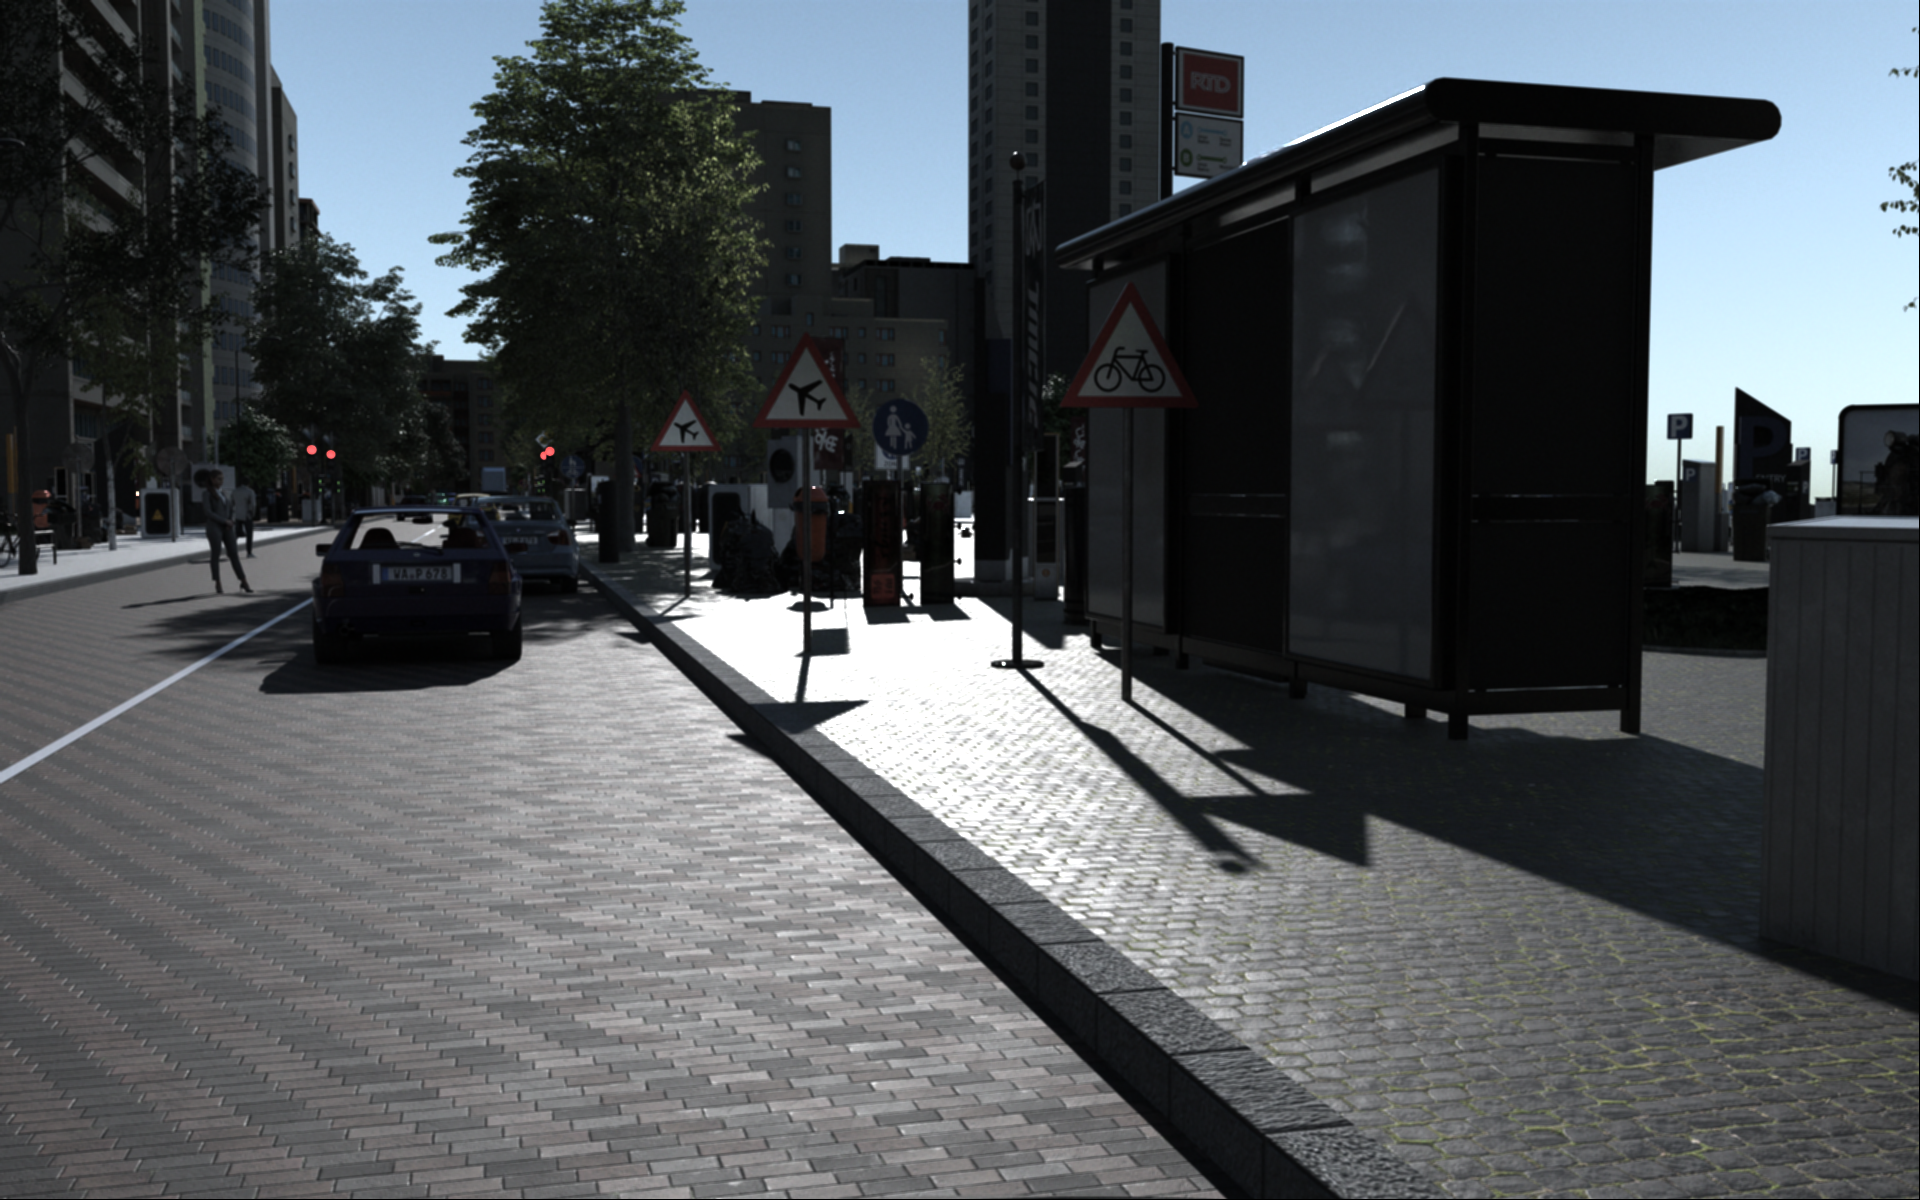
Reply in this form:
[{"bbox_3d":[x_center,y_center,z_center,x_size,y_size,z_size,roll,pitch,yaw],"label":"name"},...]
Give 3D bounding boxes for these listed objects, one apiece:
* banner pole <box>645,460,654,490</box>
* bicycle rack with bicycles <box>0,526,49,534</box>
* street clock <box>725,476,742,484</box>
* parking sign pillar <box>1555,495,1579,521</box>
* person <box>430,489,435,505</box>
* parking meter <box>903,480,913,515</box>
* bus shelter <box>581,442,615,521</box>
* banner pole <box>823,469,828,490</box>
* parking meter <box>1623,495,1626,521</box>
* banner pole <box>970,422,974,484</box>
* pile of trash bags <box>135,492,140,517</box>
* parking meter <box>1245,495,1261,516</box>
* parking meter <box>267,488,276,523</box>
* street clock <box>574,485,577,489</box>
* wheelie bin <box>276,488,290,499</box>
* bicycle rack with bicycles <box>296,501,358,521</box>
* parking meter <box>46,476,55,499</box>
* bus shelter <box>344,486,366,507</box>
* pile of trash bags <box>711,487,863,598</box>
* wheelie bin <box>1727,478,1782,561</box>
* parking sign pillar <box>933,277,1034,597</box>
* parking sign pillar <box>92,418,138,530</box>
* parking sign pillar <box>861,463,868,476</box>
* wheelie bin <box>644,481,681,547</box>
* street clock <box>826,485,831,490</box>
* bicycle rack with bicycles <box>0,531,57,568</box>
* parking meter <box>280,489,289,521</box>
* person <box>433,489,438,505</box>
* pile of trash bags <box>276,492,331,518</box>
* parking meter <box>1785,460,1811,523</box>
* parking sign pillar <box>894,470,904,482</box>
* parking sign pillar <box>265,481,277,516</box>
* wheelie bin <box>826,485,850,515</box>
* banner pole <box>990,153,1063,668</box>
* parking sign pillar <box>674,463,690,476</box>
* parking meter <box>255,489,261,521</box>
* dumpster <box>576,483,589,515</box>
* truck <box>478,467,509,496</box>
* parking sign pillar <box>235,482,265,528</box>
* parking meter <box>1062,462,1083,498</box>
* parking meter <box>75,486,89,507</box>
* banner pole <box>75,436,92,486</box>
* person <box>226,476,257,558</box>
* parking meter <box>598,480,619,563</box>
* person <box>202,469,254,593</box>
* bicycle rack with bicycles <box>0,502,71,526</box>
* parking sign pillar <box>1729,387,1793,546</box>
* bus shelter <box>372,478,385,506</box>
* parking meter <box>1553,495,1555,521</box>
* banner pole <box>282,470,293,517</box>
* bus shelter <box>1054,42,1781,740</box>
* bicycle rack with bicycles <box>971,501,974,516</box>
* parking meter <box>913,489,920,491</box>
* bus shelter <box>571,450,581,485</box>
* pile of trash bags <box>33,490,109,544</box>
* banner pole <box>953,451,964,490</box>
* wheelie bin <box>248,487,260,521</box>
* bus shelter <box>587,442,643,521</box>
[{"bbox_3d":[-20.859,-7.721,116.258,0.863,3.779,0.401,1,4,20],"label":"banner pole"},{"bbox_3d":[-33.678,-2.886,60.576,2.852,0.926,2.925,-2,4,-32],"label":"bicycle rack with bicycles"},{"bbox_3d":[-8.850,-3.898,68.297,0.358,2.002,0.471,3,4,36],"label":"street clock"},{"bbox_3d":[21.576,-4.429,60.893,1.447,3.967,1.447,-2,4,-25],"label":"parking sign pillar"},{"bbox_3d":[-39.203,-7.336,128.538,0.767,1.812,0.694,-2,4,-28],"label":"person"},{"bbox_3d":[-2.158,-4.065,72.169,0.255,1.863,0.399,-3,5,-43],"label":"parking meter"},{"bbox_3d":[-16.445,-5.456,80.494,1.731,3.624,6.357,-1,4,-15],"label":"bus shelter"},{"bbox_3d":[-6.975,-6.108,89.884,0.401,3.779,0.863,1,4,18],"label":"banner pole"},{"bbox_3d":[15.891,-2.006,41.211,0.372,1.533,0.369,0,3,0],"label":"parking meter"},{"bbox_3d":[0.729,-2.940,38.083,0.401,3.779,0.863,3,5,44],"label":"banner pole"},{"bbox_3d":[-45.466,-5.292,96.278,1.912,1.369,3.447,-1,4,-13],"label":"pile of trash bags"},{"bbox_3d":[6.660,-2.056,39.330,0.255,1.863,0.399,-1,4,-16],"label":"parking meter"},{"bbox_3d":[-30.452,-4.171,76.599,0.372,1.533,0.369,0,3,0],"label":"parking meter"},{"bbox_3d":[-31.511,-8.398,141.870,0.358,2.002,0.471,-2,4,-35],"label":"street clock"},{"bbox_3d":[-36.306,-5.182,92.640,0.980,1.594,0.693,2,4,29],"label":"wheelie bin"},{"bbox_3d":[-31.808,-4.486,86.735,2.925,0.926,2.852,0,4,2],"label":"bicycle rack with bicycles"},{"bbox_3d":[-26.999,-2.810,51.649,0.399,1.863,0.255,-3,5,-40],"label":"parking meter"},{"bbox_3d":[-41.759,-7.864,119.866,1.731,3.624,6.357,-1,4,-15],"label":"bus shelter"},{"bbox_3d":[-2.174,-0.797,22.780,1.912,1.369,3.447,-1,4,-15],"label":"pile of trash bags"},{"bbox_3d":[15.241,-1.552,33.277,0.980,1.594,0.693,2,4,33],"label":"wheelie bin"},{"bbox_3d":[0.540,-2.063,22.207,1.447,3.967,1.447,1,4,15],"label":"parking sign pillar"},{"bbox_3d":[-29.660,-4.417,60.688,1.447,3.967,1.447,-3,5,-43],"label":"parking sign pillar"},{"bbox_3d":[-8.174,-9.907,150.448,1.447,3.967,1.447,1,4,14],"label":"parking sign pillar"},{"bbox_3d":[-7.242,-2.106,42.341,0.693,1.594,0.980,2,4,35],"label":"wheelie bin"},{"bbox_3d":[-10.892,-8.530,144.031,0.471,2.002,0.358,2,4,25],"label":"street clock"},{"bbox_3d":[-17.339,-1.043,30.430,2.852,0.926,2.925,-1,4,-10],"label":"bicycle rack with bicycles"},{"bbox_3d":[-31.726,-4.460,81.329,0.372,1.533,0.369,0,3,0],"label":"parking meter"},{"bbox_3d":[-39.680,-7.443,130.381,0.709,1.800,0.728,1,4,9],"label":"person"},{"bbox_3d":[-34.578,-4.991,91.359,3.447,1.369,1.912,-1,4,-13],"label":"pile of trash bags"},{"bbox_3d":[14.245,-1.454,29.482,0.399,1.863,0.255,-3,4,-37],"label":"parking meter"},{"bbox_3d":[-3.501,-6.671,97.539,1.447,3.967,1.447,1,4,13],"label":"parking sign pillar"},{"bbox_3d":[-41.086,-6.961,102.286,1.447,3.967,1.447,-3,4,-38],"label":"parking sign pillar"},{"bbox_3d":[-4.137,-3.111,58.766,0.693,1.594,0.980,2,4,35],"label":"wheelie bin"},{"bbox_3d":[0.485,-1.381,12.591,0.401,3.779,0.863,-1,4,-15],"label":"banner pole"},{"bbox_3d":[-15.651,-6.661,97.373,1.447,3.967,1.447,-2,4,-35],"label":"parking sign pillar"},{"bbox_3d":[-33.586,-4.540,82.634,0.372,1.533,0.369,0,3,0],"label":"parking meter"},{"bbox_3d":[-19.163,-5.109,89.295,1.264,1.857,1.865,-1,4,-15],"label":"dumpster"},{"bbox_3d":[-45.189,-10.925,168.384,2.967,4.110,18.799,-1,4,-16],"label":"truck"},{"bbox_3d":[-27.421,-4.706,65.418,1.447,3.967,1.447,0,4,2],"label":"parking sign pillar"},{"bbox_3d":[2.030,-1.563,31.266,0.255,1.863,0.399,2,4,28],"label":"parking meter"},{"bbox_3d":[-27.034,-2.749,53.363,0.372,1.533,0.369,0,3,0],"label":"parking meter"},{"bbox_3d":[-37.651,-5.160,74.382,0.863,3.779,0.401,-3,5,-44],"label":"banner pole"},{"bbox_3d":[-16.084,-1.862,38.794,0.661,1.843,0.795,1,4,11],"label":"person"},{"bbox_3d":[-6.576,-1.468,32.408,0.372,1.533,0.369,0,3,0],"label":"parking meter"},{"bbox_3d":[-10.594,-0.994,25.034,0.573,1.790,0.520,1,4,9],"label":"person"},{"bbox_3d":[-40.605,-3.847,76.287,2.852,0.926,2.925,-3,5,-43],"label":"bicycle rack with bicycles"},{"bbox_3d":[20.125,-3.362,43.433,1.447,3.967,1.447,1,4,15],"label":"parking sign pillar"},{"bbox_3d":[-45.413,-8.615,134.774,2.014,3.302,5.546,-1,4,-15],"label":"bus shelter"},{"bbox_3d":[24.073,-3.912,69.679,0.255,1.863,0.399,-2,4,-27],"label":"parking meter"},{"bbox_3d":[-37.508,-6.522,96.650,0.401,3.779,0.863,2,4,24],"label":"banner pole"},{"bbox_3d":[2.239,-2.175,13.191,2.179,5.291,8.768,-1,4,-15],"label":"bus shelter"},{"bbox_3d":[1.610,-5.193,98.288,2.925,0.926,2.852,3,5,39],"label":"bicycle rack with bicycles"},{"bbox_3d":[-2.102,-4.616,83.874,0.372,1.533,0.369,0,3,0],"label":"parking meter"},{"bbox_3d":[-20.187,-6.319,94.592,1.731,3.624,6.357,-1,4,-15],"label":"bus shelter"},{"bbox_3d":[-23.136,-2.128,44.541,1.912,1.369,3.447,-1,4,-12],"label":"pile of trash bags"},{"bbox_3d":[-0.089,-6.813,101.410,0.863,3.779,0.401,0,4,-3],"label":"banner pole"},{"bbox_3d":[-33.284,-4.486,81.247,0.980,1.594,0.693,2,4,29],"label":"wheelie bin"},{"bbox_3d":[-13.300,-4.486,67.271,2.014,3.302,5.546,-1,4,-15],"label":"bus shelter"}]
